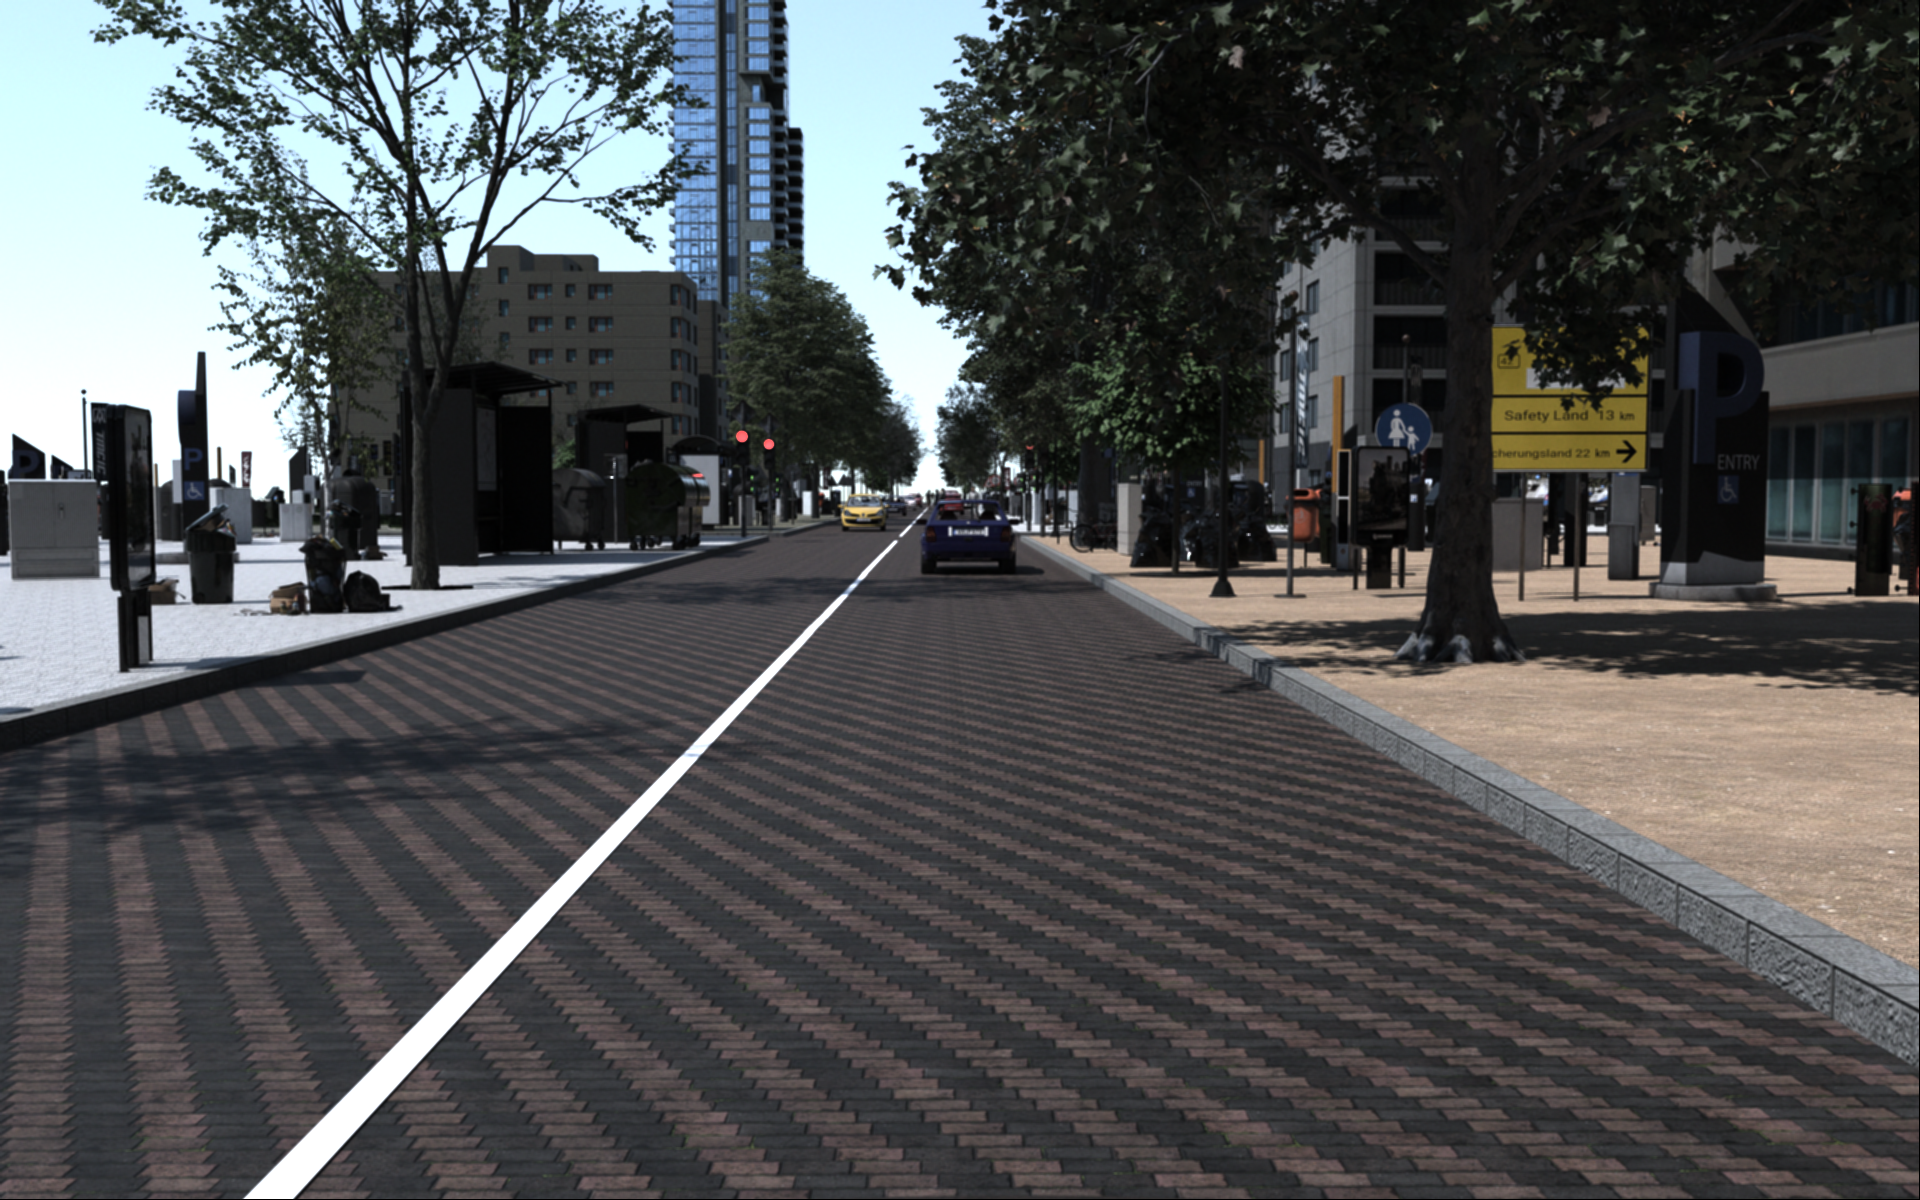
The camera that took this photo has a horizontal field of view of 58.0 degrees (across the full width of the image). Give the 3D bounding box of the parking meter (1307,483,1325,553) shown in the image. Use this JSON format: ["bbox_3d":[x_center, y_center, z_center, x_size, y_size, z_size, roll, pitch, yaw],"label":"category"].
[{"bbox_3d":[7.791,-1.805,37.929,0.372,1.533,0.369,0,3,0],"label":"parking meter"}]

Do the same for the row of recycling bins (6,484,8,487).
[{"bbox_3d":[-53.453,-5.563,98.062,1.069,1.692,3.534,2,4,34],"label":"row of recycling bins"}]

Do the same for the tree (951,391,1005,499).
[{"bbox_3d":[1.200,-17.816,201.658,12.009,13.543,11.850,0,3,0],"label":"tree"}]

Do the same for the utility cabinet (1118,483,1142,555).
[{"bbox_3d":[3.581,-1.697,36.425,0.318,1.500,1.173,0,4,-5],"label":"utility cabinet"}]

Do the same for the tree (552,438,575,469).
[{"bbox_3d":[-19.010,-6.325,87.120,4.285,4.588,4.351,0,3,0],"label":"tree"}]

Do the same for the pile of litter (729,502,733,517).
[{"bbox_3d":[-12.610,-5.103,97.399,1.176,0.858,1.719,0,4,4],"label":"pile of litter"}]

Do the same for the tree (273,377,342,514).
[{"bbox_3d":[-39.743,-9.526,106.106,4.360,8.622,3.978,0,3,0],"label":"tree"}]

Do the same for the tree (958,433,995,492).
[{"bbox_3d":[1.908,-12.716,158.263,4.360,8.622,3.978,0,3,0],"label":"tree"}]

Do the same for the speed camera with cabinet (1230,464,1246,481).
[{"bbox_3d":[13.168,-5.280,80.662,0.660,3.252,2.038,2,4,28],"label":"speed camera with cabinet"}]

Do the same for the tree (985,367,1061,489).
[{"bbox_3d":[3.506,-8.368,87.181,4.737,8.622,4.395,0,3,0],"label":"tree"}]

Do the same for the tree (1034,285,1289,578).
[{"bbox_3d":[3.448,-2.650,27.041,4.285,4.588,4.351,0,3,0],"label":"tree"}]

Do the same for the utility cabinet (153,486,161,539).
[{"bbox_3d":[-22.957,-2.475,49.141,1.173,1.500,0.318,3,4,38],"label":"utility cabinet"}]

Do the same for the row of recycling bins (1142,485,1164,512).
[{"bbox_3d":[9.636,-4.488,80.495,3.534,1.692,1.069,-3,5,-40],"label":"row of recycling bins"}]

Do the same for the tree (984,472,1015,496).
[{"bbox_3d":[3.053,-8.053,126.274,1.663,3.219,1.824,0,3,0],"label":"tree"}]

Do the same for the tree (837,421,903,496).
[{"bbox_3d":[-9.193,-14.614,173.355,8.767,10.594,7.601,1,4,16],"label":"tree"}]

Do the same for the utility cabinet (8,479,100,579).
[{"bbox_3d":[-13.622,-1.062,26.047,1.173,1.500,0.318,-2,4,-31],"label":"utility cabinet"}]

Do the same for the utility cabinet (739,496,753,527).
[{"bbox_3d":[-8.460,-3.498,68.360,0.306,1.237,1.020,-1,4,-23],"label":"utility cabinet"}]

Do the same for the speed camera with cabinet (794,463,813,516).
[{"bbox_3d":[-9.102,-6.610,102.404,0.660,3.252,2.038,-3,4,-37],"label":"speed camera with cabinet"}]

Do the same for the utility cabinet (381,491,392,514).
[{"bbox_3d":[-35.564,-6.036,107.373,0.318,1.500,1.173,3,5,39],"label":"utility cabinet"}]

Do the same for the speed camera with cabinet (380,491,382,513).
[{"bbox_3d":[-27.906,-5.289,80.811,0.660,3.252,2.038,1,4,21],"label":"speed camera with cabinet"}]

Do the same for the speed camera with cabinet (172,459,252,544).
[{"bbox_3d":[-18.996,-3.038,44.002,0.660,3.252,2.038,1,4,23],"label":"speed camera with cabinet"}]

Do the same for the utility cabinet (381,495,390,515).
[{"bbox_3d":[-31.602,-5.109,94.701,0.306,1.237,1.020,1,4,17],"label":"utility cabinet"}]

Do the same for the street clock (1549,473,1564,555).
[{"bbox_3d":[12.550,-1.955,36.541,0.358,2.002,0.471,1,4,12],"label":"street clock"}]

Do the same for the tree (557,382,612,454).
[{"bbox_3d":[-24.368,-9.874,111.806,4.360,8.622,3.978,0,3,0],"label":"tree"}]

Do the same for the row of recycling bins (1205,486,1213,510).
[{"bbox_3d":[15.551,-5.853,102.805,3.534,1.692,1.069,2,4,24],"label":"row of recycling bins"}]

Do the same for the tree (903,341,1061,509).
[{"bbox_3d":[2.238,-10.095,99.463,8.767,10.594,7.601,1,4,16],"label":"tree"}]

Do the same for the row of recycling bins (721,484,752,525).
[{"bbox_3d":[-10.267,-3.914,71.113,3.534,1.692,1.069,0,4,2],"label":"row of recycling bins"}]

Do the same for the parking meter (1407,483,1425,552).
[{"bbox_3d":[10.218,-1.858,38.789,0.372,1.533,0.369,0,3,0],"label":"parking meter"}]

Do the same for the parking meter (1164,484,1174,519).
[{"bbox_3d":[5.361,-2.170,43.885,0.372,1.533,0.369,0,3,0],"label":"parking meter"}]

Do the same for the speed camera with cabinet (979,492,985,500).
[{"bbox_3d":[2.528,-8.406,131.776,2.038,3.252,0.660,-1,4,-13],"label":"speed camera with cabinet"}]

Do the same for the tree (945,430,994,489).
[{"bbox_3d":[1.267,-20.411,251.848,7.486,12.596,7.792,0,3,0],"label":"tree"}]

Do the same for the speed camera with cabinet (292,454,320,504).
[{"bbox_3d":[-31.710,-5.486,84.035,0.660,3.252,2.038,0,4,3],"label":"speed camera with cabinet"}]

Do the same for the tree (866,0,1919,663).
[{"bbox_3d":[4.047,-5.883,13.190,9.611,12.733,9.660,0,3,0],"label":"tree"}]

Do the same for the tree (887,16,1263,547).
[{"bbox_3d":[3.107,-8.269,41.848,9.857,13.997,8.962,0,3,0],"label":"tree"}]

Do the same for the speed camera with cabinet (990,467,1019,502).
[{"bbox_3d":[3.303,-8.219,128.723,2.038,3.252,0.660,1,4,10],"label":"speed camera with cabinet"}]

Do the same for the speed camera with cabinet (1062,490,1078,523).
[{"bbox_3d":[4.252,-5.005,76.171,2.038,3.252,0.660,0,4,-3],"label":"speed camera with cabinet"}]

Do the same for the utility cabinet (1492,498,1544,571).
[{"bbox_3d":[9.273,-1.096,29.085,1.020,1.237,0.306,-1,4,-17],"label":"utility cabinet"}]

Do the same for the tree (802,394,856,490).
[{"bbox_3d":[-8.044,-9.044,98.229,4.360,8.622,3.978,0,3,0],"label":"tree"}]

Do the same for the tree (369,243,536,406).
[{"bbox_3d":[-14.138,-5.976,48.066,4.360,8.622,3.978,0,3,0],"label":"tree"}]

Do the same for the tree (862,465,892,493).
[{"bbox_3d":[-9.082,-12.563,189.122,4.285,4.588,4.351,0,3,0],"label":"tree"}]

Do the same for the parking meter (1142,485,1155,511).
[{"bbox_3d":[5.299,-2.469,48.783,0.372,1.533,0.369,0,3,0],"label":"parking meter"}]

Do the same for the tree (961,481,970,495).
[{"bbox_3d":[0.844,-16.812,269.478,1.663,3.219,1.824,0,3,0],"label":"tree"}]

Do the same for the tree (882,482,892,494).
[{"bbox_3d":[-8.761,-13.097,208.731,1.663,3.219,1.824,0,3,0],"label":"tree"}]

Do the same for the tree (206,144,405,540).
[{"bbox_3d":[-13.516,-5.276,36.625,4.737,8.622,4.395,0,3,0],"label":"tree"}]

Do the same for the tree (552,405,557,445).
[{"bbox_3d":[-25.433,-8.953,96.740,4.360,8.622,3.978,0,3,0],"label":"tree"}]

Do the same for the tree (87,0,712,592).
[{"bbox_3d":[-7.072,-5.953,23.082,9.928,11.665,9.643,0,3,0],"label":"tree"}]

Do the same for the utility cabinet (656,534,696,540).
[{"bbox_3d":[-7.855,-2.393,47.808,0.318,1.500,1.173,3,5,41],"label":"utility cabinet"}]

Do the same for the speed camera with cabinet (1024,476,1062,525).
[{"bbox_3d":[3.387,-4.789,72.628,0.660,3.252,2.038,-2,4,-27],"label":"speed camera with cabinet"}]

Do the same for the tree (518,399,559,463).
[{"bbox_3d":[-32.426,-11.036,130.803,4.737,8.622,4.395,0,3,0],"label":"tree"}]

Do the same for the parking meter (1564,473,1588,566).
[{"bbox_3d":[10.958,-1.534,30.795,0.399,1.863,0.255,-3,5,-40],"label":"parking meter"}]

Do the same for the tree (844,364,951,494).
[{"bbox_3d":[-8.103,-15.282,160.227,12.009,13.543,11.850,0,3,0],"label":"tree"}]

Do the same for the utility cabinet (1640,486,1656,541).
[{"bbox_3d":[18.316,-2.341,46.947,1.173,1.500,0.318,-2,4,-24],"label":"utility cabinet"}]

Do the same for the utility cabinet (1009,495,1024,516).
[{"bbox_3d":[3.420,-5.552,101.933,1.020,1.237,0.306,-1,4,-22],"label":"utility cabinet"}]

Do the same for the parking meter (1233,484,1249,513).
[{"bbox_3d":[6.841,-2.064,42.161,0.372,1.533,0.369,0,3,0],"label":"parking meter"}]

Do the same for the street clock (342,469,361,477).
[{"bbox_3d":[-17.608,-2.789,50.174,0.471,2.002,0.358,1,4,13],"label":"street clock"}]

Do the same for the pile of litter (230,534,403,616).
[{"bbox_3d":[-6.988,-0.299,18.854,1.719,0.858,1.176,-1,4,-14],"label":"pile of litter"}]

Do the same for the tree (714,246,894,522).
[{"bbox_3d":[-7.885,-9.897,79.936,7.486,12.596,7.792,0,3,0],"label":"tree"}]
